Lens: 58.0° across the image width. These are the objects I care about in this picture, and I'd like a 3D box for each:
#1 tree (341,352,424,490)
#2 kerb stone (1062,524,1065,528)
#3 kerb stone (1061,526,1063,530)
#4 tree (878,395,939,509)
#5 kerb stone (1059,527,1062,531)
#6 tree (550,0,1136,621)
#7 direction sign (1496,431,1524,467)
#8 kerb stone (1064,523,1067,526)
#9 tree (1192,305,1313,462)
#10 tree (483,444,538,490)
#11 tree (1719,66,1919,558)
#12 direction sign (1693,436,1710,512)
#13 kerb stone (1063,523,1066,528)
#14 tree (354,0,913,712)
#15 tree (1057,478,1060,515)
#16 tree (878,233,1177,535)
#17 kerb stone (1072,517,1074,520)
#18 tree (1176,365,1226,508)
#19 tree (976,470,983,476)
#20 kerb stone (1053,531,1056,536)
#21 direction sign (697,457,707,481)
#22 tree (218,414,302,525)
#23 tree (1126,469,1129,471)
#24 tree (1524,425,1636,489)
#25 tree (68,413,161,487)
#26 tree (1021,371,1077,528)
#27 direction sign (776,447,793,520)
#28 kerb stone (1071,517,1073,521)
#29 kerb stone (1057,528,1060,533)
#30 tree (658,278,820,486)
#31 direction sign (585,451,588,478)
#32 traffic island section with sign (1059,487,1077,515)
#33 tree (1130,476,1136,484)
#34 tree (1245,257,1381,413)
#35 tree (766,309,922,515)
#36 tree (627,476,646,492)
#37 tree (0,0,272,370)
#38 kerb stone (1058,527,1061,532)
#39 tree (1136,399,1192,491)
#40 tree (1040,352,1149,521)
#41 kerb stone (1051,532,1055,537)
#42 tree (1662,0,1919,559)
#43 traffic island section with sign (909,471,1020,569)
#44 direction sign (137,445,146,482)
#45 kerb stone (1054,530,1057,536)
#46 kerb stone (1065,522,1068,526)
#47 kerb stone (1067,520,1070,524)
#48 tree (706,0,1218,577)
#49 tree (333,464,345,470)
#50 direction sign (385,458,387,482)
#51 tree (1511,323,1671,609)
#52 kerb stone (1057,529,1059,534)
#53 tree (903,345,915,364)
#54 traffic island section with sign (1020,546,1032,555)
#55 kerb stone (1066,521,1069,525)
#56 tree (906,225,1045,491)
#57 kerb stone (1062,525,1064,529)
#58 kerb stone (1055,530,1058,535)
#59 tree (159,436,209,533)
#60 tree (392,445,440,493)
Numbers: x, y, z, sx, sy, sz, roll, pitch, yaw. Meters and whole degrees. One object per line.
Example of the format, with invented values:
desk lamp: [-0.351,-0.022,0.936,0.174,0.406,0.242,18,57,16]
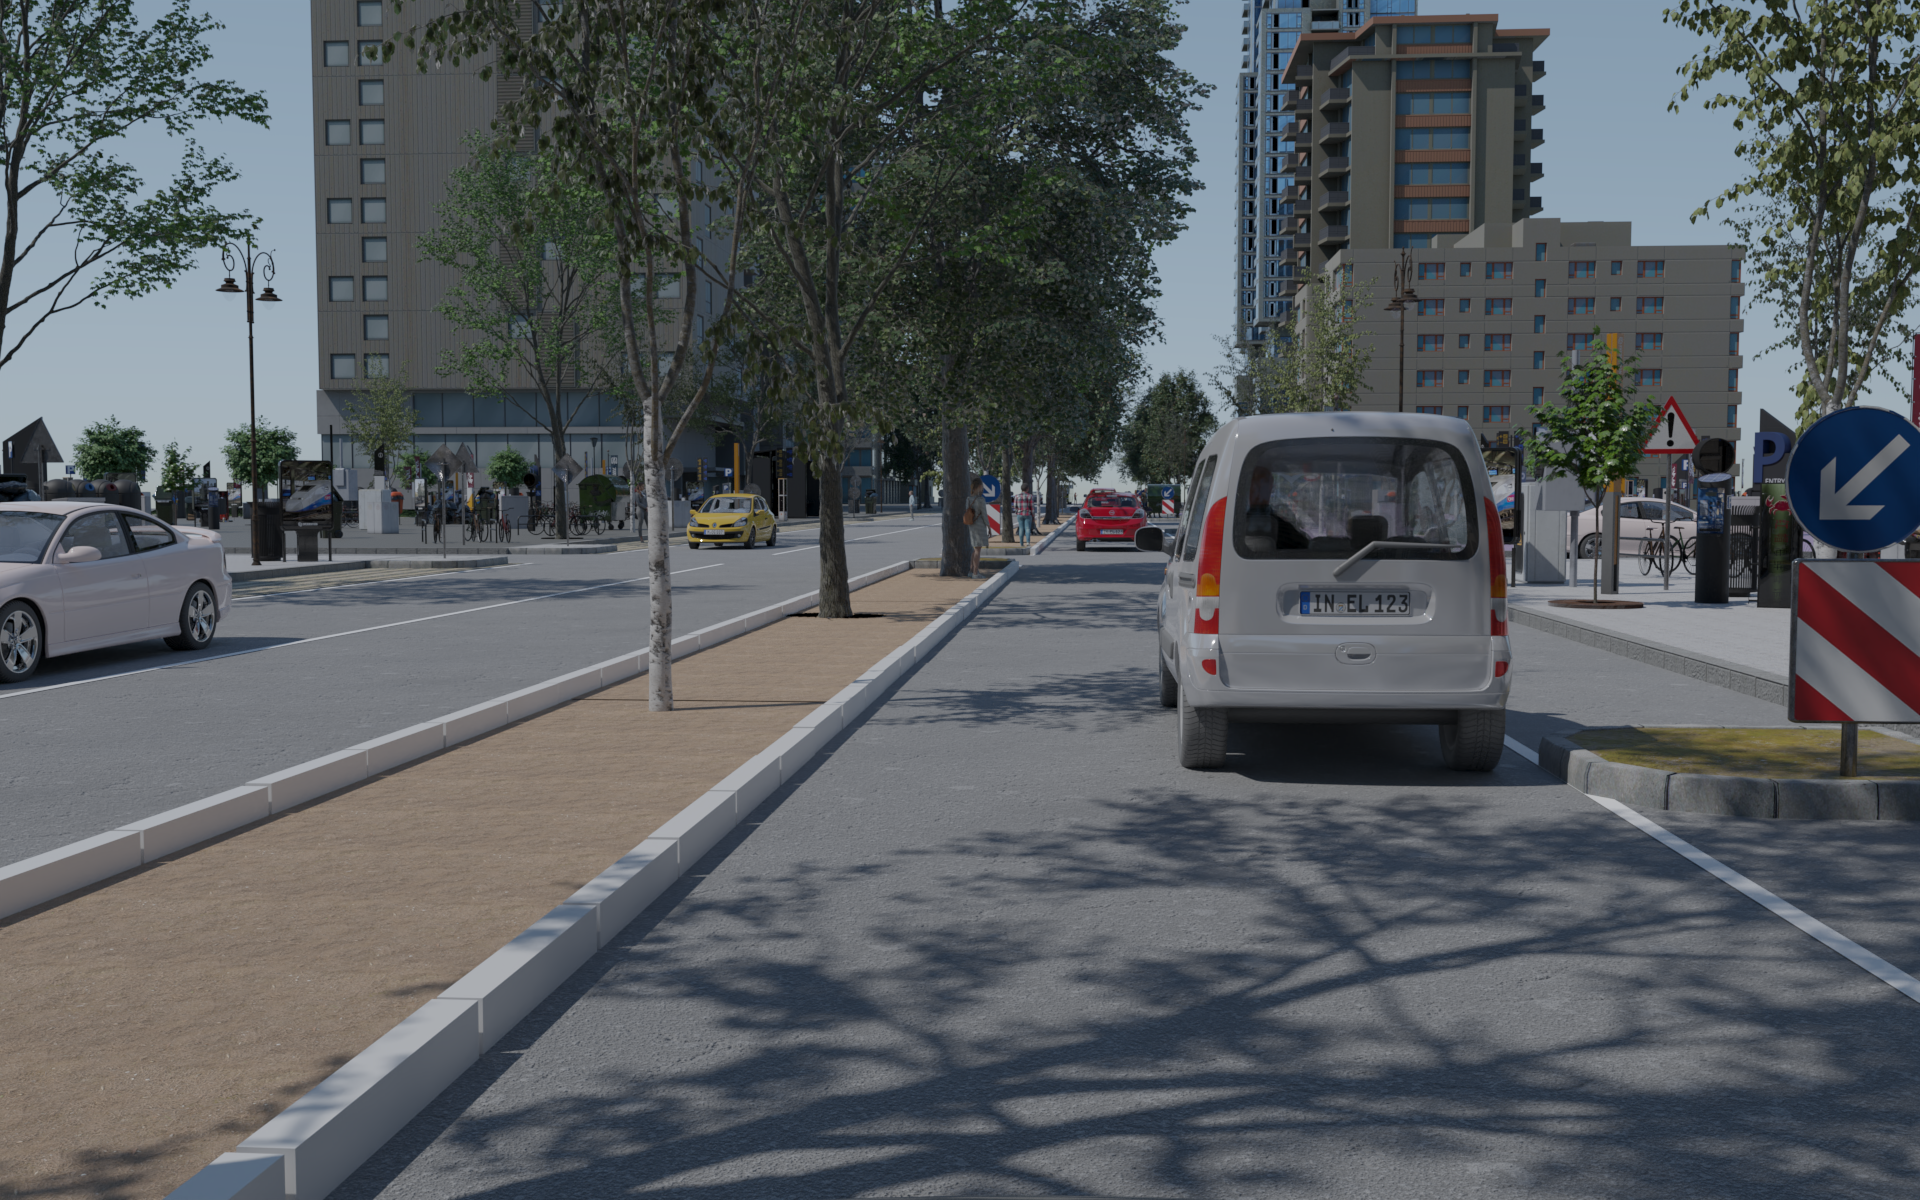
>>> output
tree: [-29.306,-8.454,88.582,4.737,8.622,4.395,0,3,0]
kerb stone: [3.927,-2.791,67.824,0.120,0.150,1.000,0,4,5]
kerb stone: [3.693,-2.603,64.754,0.120,0.150,1.000,0,4,5]
tree: [-3.296,-13.090,148.431,8.767,10.594,7.601,1,4,16]
kerb stone: [3.517,-2.478,62.718,0.120,0.150,1.000,0,4,5]
tree: [-1.547,-5.602,19.811,9.928,11.665,9.643,0,3,0]
direction sign: [19.781,-4.296,62.235,0.876,3.537,0.379,1,4,12]
kerb stone: [4.188,-2.976,70.879,0.120,0.150,1.000,0,4,5]
tree: [11.761,-7.215,68.325,4.360,8.622,3.978,0,3,0]
tree: [-28.966,-7.789,111.061,4.285,4.588,4.351,0,3,0]
tree: [15.467,-4.901,30.491,4.360,8.622,3.978,0,3,0]
direction sign: [28.707,-4.610,67.362,0.379,3.537,0.876,-3,4,-37]
kerb stone: [4.101,-2.915,69.861,0.120,0.150,1.000,0,4,5]
tree: [-1.971,-3.552,10.900,4.360,8.622,3.978,0,3,0]
tree: [6.327,-10.782,113.158,8.767,10.594,7.601,0,4,5]
tree: [2.355,-8.604,60.132,9.611,12.733,9.660,0,3,0]
kerb stone: [5.539,-3.978,87.235,0.120,0.150,1.000,0,4,5]
tree: [19.475,-14.512,154.286,9.611,12.733,9.660,0,3,0]
tree: [2.012,-14.300,217.518,4.285,4.588,4.351,0,3,0]
kerb stone: [2.919,-2.041,55.569,0.120,0.150,1.000,0,4,5]
direction sign: [-15.936,-7.047,107.209,0.876,3.537,0.379,3,5,40]
tree: [-28.792,-5.356,71.285,4.285,4.588,4.351,0,3,0]
tree: [27.837,-19.586,270.599,4.360,8.622,3.978,0,3,0]
tree: [24.475,-5.285,70.122,4.285,4.588,4.351,0,3,0]
tree: [-34.447,-5.311,70.554,4.285,4.588,4.351,0,3,0]
tree: [3.343,-7.363,73.209,4.360,8.622,3.978,0,3,0]
direction sign: [-8.552,-5.653,84.418,0.876,3.537,0.379,-2,4,-32]
kerb stone: [5.438,-3.915,86.213,0.120,0.150,1.000,0,4,5]
kerb stone: [3.347,-2.353,60.666,0.120,0.150,1.000,0,4,5]
tree: [-9.356,-8.637,75.628,8.767,10.594,7.601,0,4,-4]
direction sign: [-19.916,-6.136,92.321,0.379,3.537,0.876,-1,4,-20]
traffic island section with sign: [6.845,-6.608,116.175,2.006,1.907,1.989,0,4,5]
tree: [20.964,-14.497,187.392,4.360,8.622,3.978,0,3,0]
tree: [11.294,-6.361,54.370,4.737,8.622,4.395,0,3,0]
tree: [-7.412,-12.054,107.446,12.009,13.543,11.850,0,3,0]
tree: [-21.007,-7.206,112.415,1.663,3.219,1.824,0,3,0]
tree: [-13.405,-5.970,23.366,9.928,11.665,9.643,0,3,0]
kerb stone: [3.424,-2.413,61.698,0.120,0.150,1.000,0,4,5]
tree: [16.583,-11.207,133.589,4.360,8.622,3.978,0,3,0]
tree: [4.888,-11.014,92.901,12.009,13.543,11.850,0,3,0]
kerb stone: [2.843,-1.974,54.550,0.120,0.150,1.000,0,4,5]
tree: [7.531,-3.912,14.325,4.737,8.622,4.395,0,3,0]
traffic island section with sign: [0.081,-1.576,33.906,2.006,1.907,1.989,0,4,5]
direction sign: [-35.753,-5.084,75.113,0.876,3.537,0.379,0,4,-2]
kerb stone: [3.006,-2.104,56.593,0.120,0.150,1.000,0,4,5]
kerb stone: [4.354,-3.103,72.934,0.120,0.150,1.000,0,4,5]
kerb stone: [4.691,-3.353,77.020,0.120,0.150,1.000,0,4,5]
tree: [-0.013,-7.371,29.621,9.857,13.997,8.962,0,3,0]
tree: [-36.863,-6.571,102.043,1.663,3.219,1.824,0,3,0]
direction sign: [-36.021,-7.100,108.078,0.876,3.537,0.379,2,4,34]
tree: [7.130,-1.537,19.736,1.663,3.219,1.824,0,3,0]
kerb stone: [3.266,-2.290,59.647,0.120,0.150,1.000,0,4,5]
tree: [0.369,-19.629,176.823,12.611,20.169,13.585,0,3,0]
traffic island section with sign: [0.697,-2.028,41.288,2.006,1.907,1.989,0,4,5]
kerb stone: [4.526,-3.226,74.979,0.120,0.150,1.000,0,4,5]
tree: [0.593,-5.520,43.074,4.737,8.622,4.395,0,3,0]
kerb stone: [3.851,-2.727,66.792,0.120,0.150,1.000,0,4,5]
kerb stone: [3.090,-2.166,57.611,0.120,0.150,1.000,0,4,5]
tree: [-26.249,-3.866,57.815,1.663,3.219,1.824,0,3,0]
tree: [-36.379,-8.111,116.327,4.285,4.588,4.351,0,3,0]
